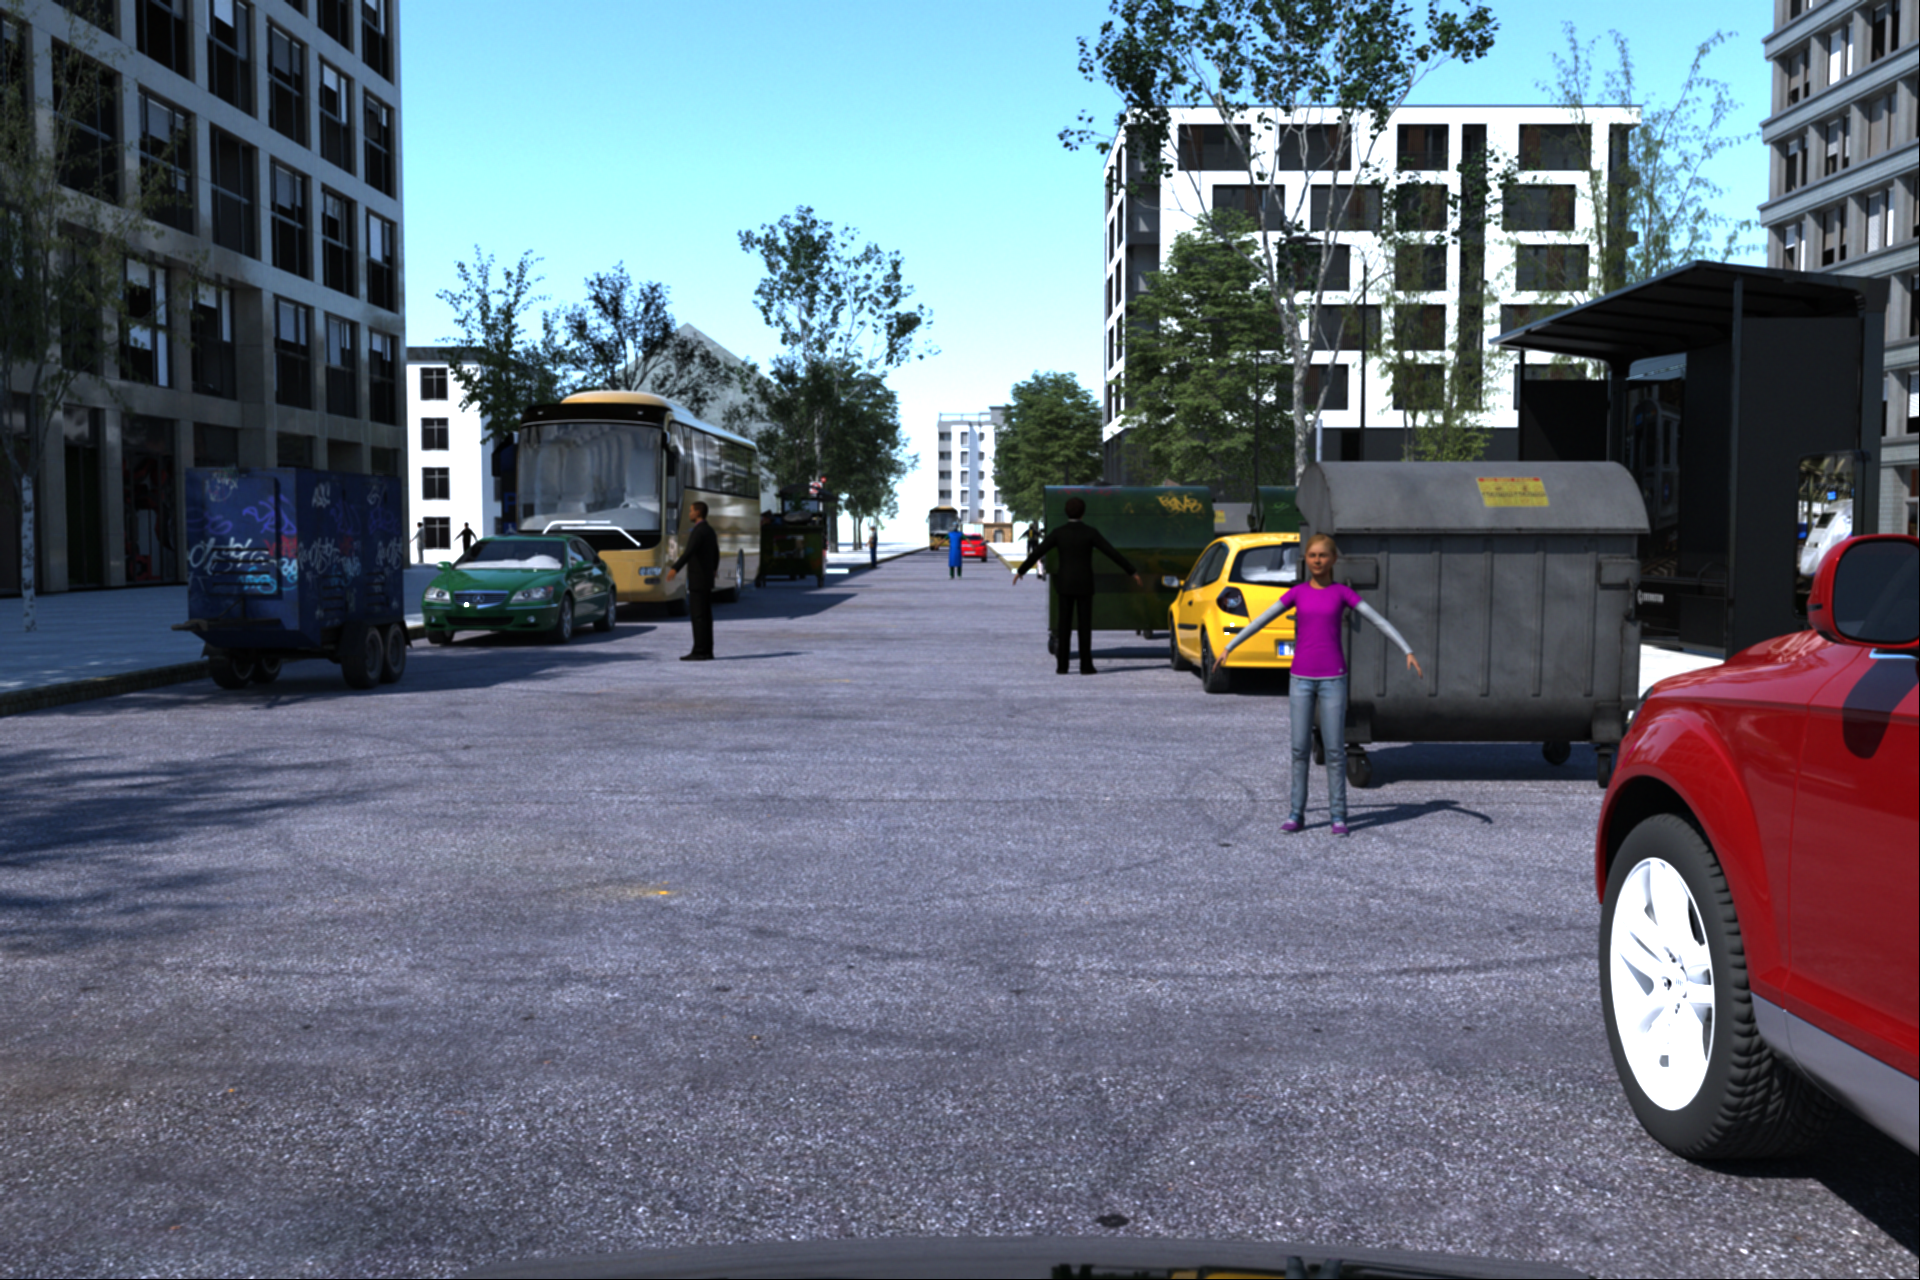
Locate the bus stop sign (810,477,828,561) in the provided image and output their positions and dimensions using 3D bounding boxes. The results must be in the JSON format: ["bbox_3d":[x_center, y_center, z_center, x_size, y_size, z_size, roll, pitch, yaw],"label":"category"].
[{"bbox_3d":[-6.604,-5.654,81.139,0.855,3.939,0.416,0,3,0],"label":"bus stop sign"}]

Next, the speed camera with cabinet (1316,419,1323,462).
[{"bbox_3d":[6.347,-2.128,29.125,0.660,3.252,2.038,0,4,1],"label":"speed camera with cabinet"}]

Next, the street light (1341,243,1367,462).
[{"bbox_3d":[6.843,-3.336,27.091,1.470,5.913,1.316,0,4,0],"label":"street light"}]

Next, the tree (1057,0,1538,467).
[{"bbox_3d":[8.933,-11.615,45.788,12.611,20.169,13.585,0,3,0],"label":"tree"}]

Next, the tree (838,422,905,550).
[{"bbox_3d":[-8.317,-13.367,144.299,9.928,11.665,9.643,0,3,0],"label":"tree"}]

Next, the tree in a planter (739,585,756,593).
[{"bbox_3d":[-6.116,-2.797,42.952,1.991,3.239,1.994,0,4,0],"label":"tree in a planter"}]

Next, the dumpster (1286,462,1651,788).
[{"bbox_3d":[2.948,-0.124,10.247,1.865,1.857,1.264,0,3,0],"label":"dumpster"}]

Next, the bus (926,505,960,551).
[{"bbox_3d":[-1.391,-9.850,152.599,2.896,3.916,12.252,0,4,0],"label":"bus"}]

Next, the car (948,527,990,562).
[{"bbox_3d":[0.462,-4.884,88.890,2.155,1.783,4.494,0,4,-1],"label":"car"}]

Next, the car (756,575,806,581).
[{"bbox_3d":[-5.825,-2.698,54.342,2.015,1.641,3.980,0,4,1],"label":"car"}]

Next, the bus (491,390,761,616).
[{"bbox_3d":[-5.872,-2.559,33.391,2.896,3.916,12.252,0,4,1],"label":"bus"}]

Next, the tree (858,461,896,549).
[{"bbox_3d":[-8.086,-12.339,152.112,4.360,8.622,3.978,0,3,0],"label":"tree"}]

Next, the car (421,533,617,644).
[{"bbox_3d":[-6.031,-0.754,24.128,2.131,1.459,4.920,0,4,0],"label":"car"}]

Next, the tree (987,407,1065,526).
[{"bbox_3d":[7.255,-16.019,168.560,9.857,13.997,8.962,0,3,0],"label":"tree"}]

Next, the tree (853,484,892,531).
[{"bbox_3d":[-7.992,-13.262,167.197,4.360,8.622,3.978,0,3,0],"label":"tree"}]

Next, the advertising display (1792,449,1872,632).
[{"bbox_3d":[6.837,-0.514,13.622,0.123,1.923,0.974,0,4,1],"label":"advertising display"}]

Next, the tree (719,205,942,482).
[{"bbox_3d":[-7.457,-14.828,98.321,12.611,20.169,13.585,0,3,0],"label":"tree"}]

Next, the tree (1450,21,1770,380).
[{"bbox_3d":[9.805,-4.549,24.737,4.360,8.622,3.978,0,3,0],"label":"tree"}]

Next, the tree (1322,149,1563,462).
[{"bbox_3d":[8.738,-5.109,33.887,4.360,8.622,3.978,0,3,0],"label":"tree"}]

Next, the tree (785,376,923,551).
[{"bbox_3d":[-7.974,-13.509,131.234,12.009,13.543,11.850,0,3,0],"label":"tree"}]

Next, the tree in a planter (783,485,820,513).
[{"bbox_3d":[-5.931,-4.043,63.323,1.991,3.239,1.994,0,4,1],"label":"tree in a planter"}]

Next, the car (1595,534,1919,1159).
[{"bbox_3d":[2.642,0.384,2.388,2.281,1.827,5.304,0,4,-1],"label":"car"}]

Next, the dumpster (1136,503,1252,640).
[{"bbox_3d":[3.240,-0.964,23.975,1.865,1.857,1.264,0,4,-1],"label":"dumpster"}]

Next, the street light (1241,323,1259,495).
[{"bbox_3d":[6.916,-3.957,37.230,1.470,5.913,1.316,0,4,1],"label":"street light"}]

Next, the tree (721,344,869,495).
[{"bbox_3d":[-8.668,-9.283,86.183,8.767,10.594,7.601,0,4,0],"label":"tree"}]

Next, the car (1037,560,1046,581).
[{"bbox_3d":[3.421,-2.565,54.302,2.083,1.381,4.827,0,4,-1],"label":"car"}]

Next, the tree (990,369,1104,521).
[{"bbox_3d":[6.974,-13.817,132.561,9.857,13.997,8.962,0,3,0],"label":"tree"}]

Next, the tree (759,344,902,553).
[{"bbox_3d":[-8.612,-12.829,116.409,9.857,13.997,8.962,0,3,0],"label":"tree"}]

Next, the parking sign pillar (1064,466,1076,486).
[{"bbox_3d":[4.384,-4.954,69.472,1.447,3.967,1.447,0,4,0],"label":"parking sign pillar"}]

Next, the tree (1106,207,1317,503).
[{"bbox_3d":[8.841,-8.746,61.122,7.486,12.596,7.792,0,3,0],"label":"tree"}]

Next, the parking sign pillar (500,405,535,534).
[{"bbox_3d":[-9.042,-2.878,35.526,1.447,3.967,1.447,0,4,0],"label":"parking sign pillar"}]

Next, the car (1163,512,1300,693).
[{"bbox_3d":[3.056,-0.414,16.997,2.015,1.641,3.980,0,4,1],"label":"car"}]
